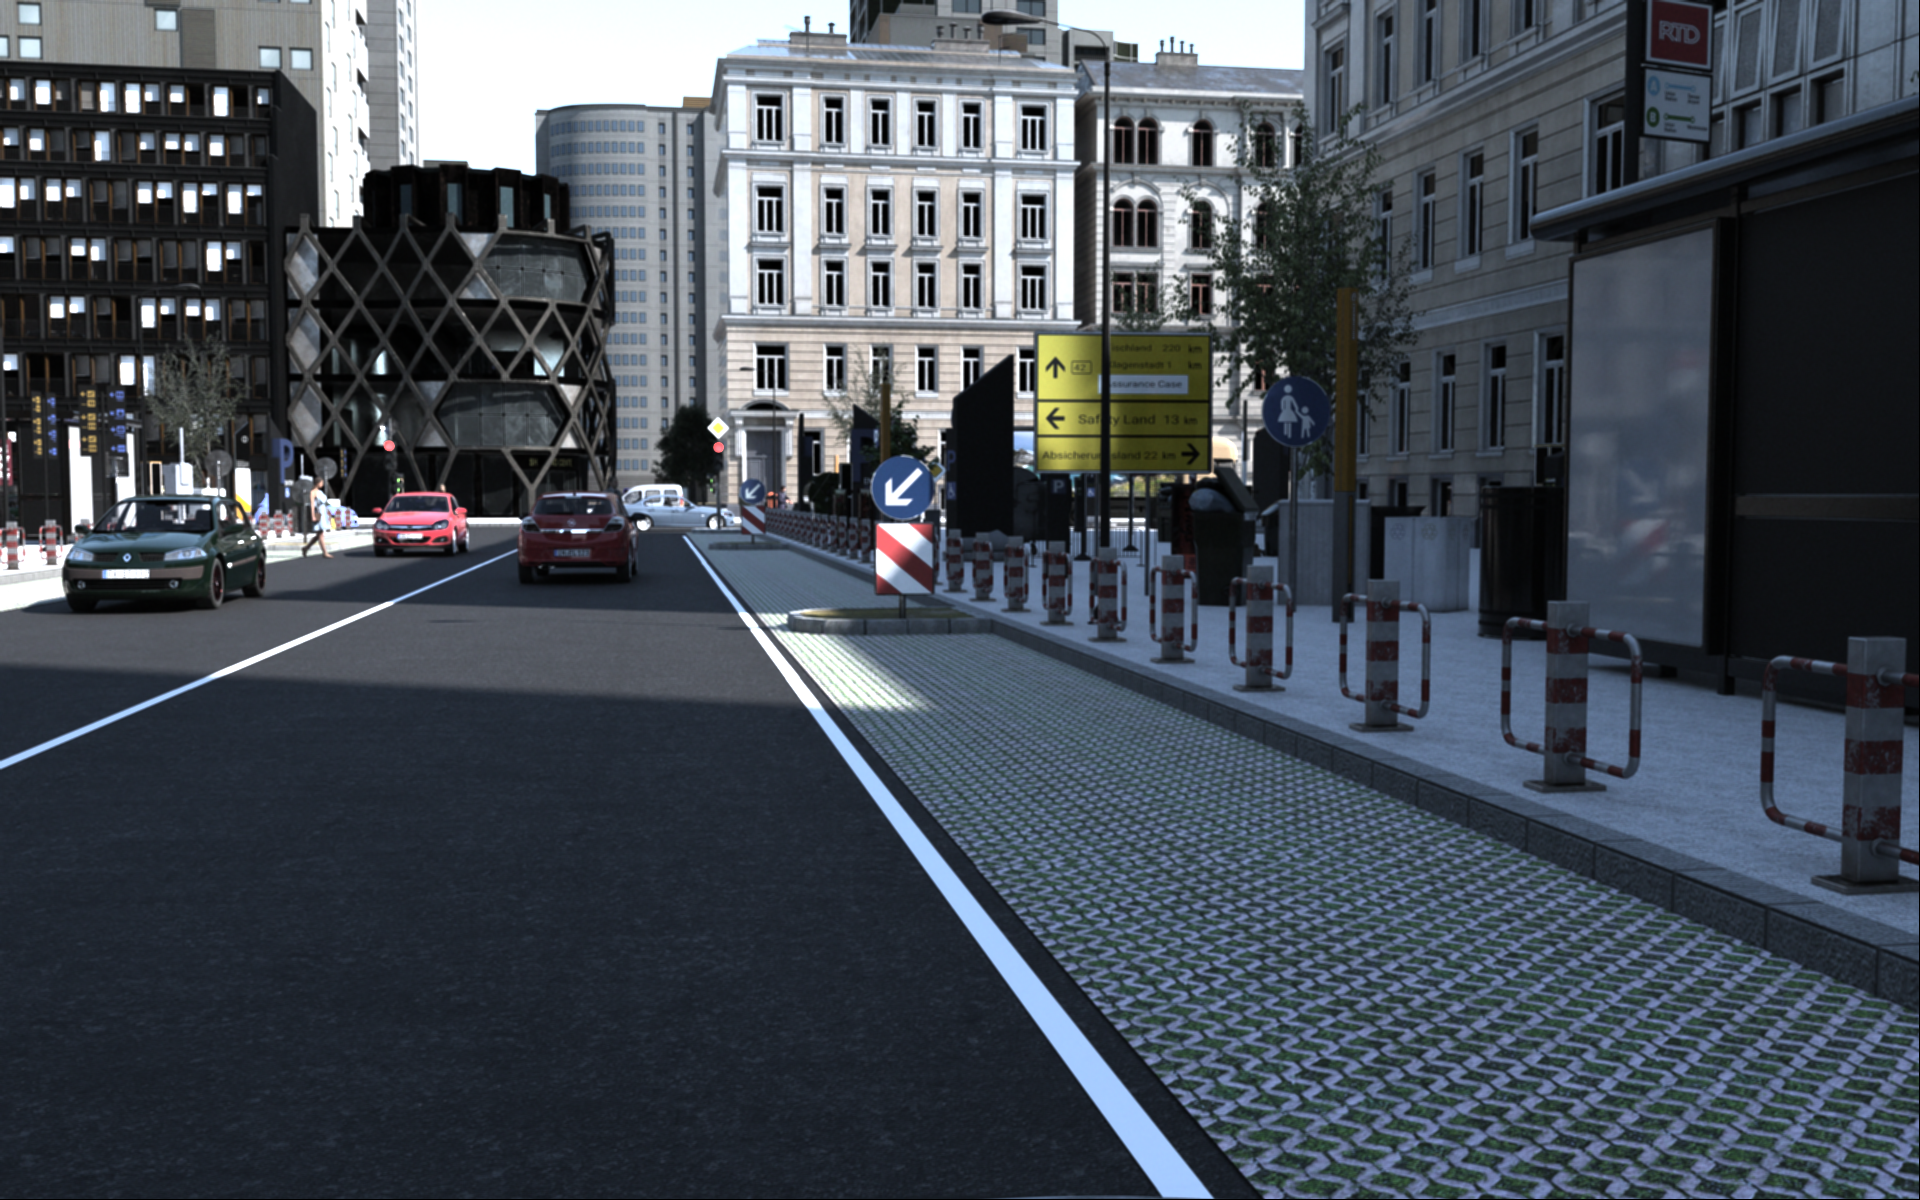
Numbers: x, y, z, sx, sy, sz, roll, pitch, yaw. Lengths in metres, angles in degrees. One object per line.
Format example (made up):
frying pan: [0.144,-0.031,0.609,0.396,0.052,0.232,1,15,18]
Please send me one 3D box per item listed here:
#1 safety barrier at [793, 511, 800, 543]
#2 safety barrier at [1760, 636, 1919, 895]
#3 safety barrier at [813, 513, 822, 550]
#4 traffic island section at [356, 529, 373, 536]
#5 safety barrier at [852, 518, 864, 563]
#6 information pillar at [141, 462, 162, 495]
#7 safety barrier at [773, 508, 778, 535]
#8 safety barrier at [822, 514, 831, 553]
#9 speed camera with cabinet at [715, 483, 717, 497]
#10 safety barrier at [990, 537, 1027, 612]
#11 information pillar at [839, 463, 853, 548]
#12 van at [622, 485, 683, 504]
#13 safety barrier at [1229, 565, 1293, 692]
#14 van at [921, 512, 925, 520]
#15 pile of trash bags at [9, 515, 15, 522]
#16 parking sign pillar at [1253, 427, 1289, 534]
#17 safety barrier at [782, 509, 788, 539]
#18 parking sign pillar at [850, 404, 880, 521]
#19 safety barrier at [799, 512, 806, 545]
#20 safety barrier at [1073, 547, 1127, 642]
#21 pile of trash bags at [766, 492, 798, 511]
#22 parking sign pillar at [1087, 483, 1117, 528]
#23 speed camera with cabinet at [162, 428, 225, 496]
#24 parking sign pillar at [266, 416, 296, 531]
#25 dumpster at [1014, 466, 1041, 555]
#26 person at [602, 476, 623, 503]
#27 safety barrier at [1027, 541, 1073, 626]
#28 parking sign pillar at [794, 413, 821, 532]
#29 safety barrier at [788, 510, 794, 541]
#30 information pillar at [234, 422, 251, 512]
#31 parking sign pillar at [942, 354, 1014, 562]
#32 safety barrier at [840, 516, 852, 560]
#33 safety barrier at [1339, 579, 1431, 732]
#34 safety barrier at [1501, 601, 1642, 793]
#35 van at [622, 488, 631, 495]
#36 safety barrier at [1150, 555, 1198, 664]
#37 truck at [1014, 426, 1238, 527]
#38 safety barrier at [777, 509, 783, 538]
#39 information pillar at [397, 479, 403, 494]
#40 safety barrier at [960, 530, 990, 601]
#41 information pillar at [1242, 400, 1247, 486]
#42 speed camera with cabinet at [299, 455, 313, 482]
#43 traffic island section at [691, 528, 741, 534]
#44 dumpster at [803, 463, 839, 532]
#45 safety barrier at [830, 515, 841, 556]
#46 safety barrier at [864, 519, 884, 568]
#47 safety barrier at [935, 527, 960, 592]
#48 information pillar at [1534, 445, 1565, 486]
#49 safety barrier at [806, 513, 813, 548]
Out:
safety barrier: [-4.098,-1.900,45.339,0.300,0.817,1.120,-1,4,-10]
safety barrier: [2.964,0.529,5.621,0.300,0.817,1.120,-1,4,-10]
safety barrier: [-3.096,-1.553,39.675,0.300,0.817,1.120,-1,4,-10]
traffic island section: [-20.174,-2.396,61.457,2.009,0.180,2.903,-1,4,-10]
safety barrier: [-1.747,-1.092,32.127,0.300,0.817,1.120,-1,4,-10]
information pillar: [-18.363,-2.134,39.382,0.304,2.012,0.304,2,4,25]
safety barrier: [-5.452,-2.364,52.923,0.300,0.817,1.120,-1,4,-10]
safety barrier: [-2.758,-1.438,37.788,0.300,0.817,1.120,-1,4,-10]
speed camera with cabinet: [-19.471,-9.108,143.253,0.660,3.252,2.038,-3,4,-38]
safety barrier: [0.609,-0.282,18.878,0.300,0.817,1.120,-1,4,-10]
information pillar: [-2.704,-2.235,41.037,0.304,2.012,0.304,-1,4,-10]
van: [-14.145,-4.225,76.092,4.112,2.044,2.013,-1,4,-10]
safety barrier: [1.953,0.182,11.295,0.300,0.817,1.120,-1,4,-10]
van: [-3.551,-3.951,71.610,4.112,2.044,2.013,-1,4,-12]
pile of trash bags: [-28.779,-2.428,49.455,3.447,1.369,1.912,-1,4,-18]
parking sign pillar: [10.149,-4.164,56.558,1.447,3.967,1.447,-2,4,-32]
safety barrier: [-4.779,-2.133,49.147,0.300,0.817,1.120,-1,4,-10]
parking sign pillar: [-2.615,-3.861,51.602,1.447,3.967,1.447,1,4,21]
safety barrier: [-3.766,-1.784,43.451,0.300,0.817,1.120,-1,4,-10]
safety barrier: [1.284,-0.049,15.070,0.300,0.817,1.120,-1,4,-10]
pile of trash bags: [-8.122,-4.766,87.669,3.447,1.369,1.912,-1,4,-18]
parking sign pillar: [5.158,-4.679,64.975,1.447,3.967,1.447,2,4,28]
speed camera with cabinet: [-23.177,-3.552,52.405,0.660,3.252,2.038,1,4,18]
parking sign pillar: [-23.841,-4.426,60.835,1.447,3.967,1.447,0,4,3]
dumpster: [0.971,-1.904,36.897,1.264,1.857,1.865,-1,4,-10]
person: [-7.363,-1.725,36.813,0.767,1.812,0.694,2,4,32]
safety barrier: [0.948,-0.164,16.964,0.300,0.817,1.120,-1,4,-10]
parking sign pillar: [-5.255,-4.293,58.657,1.447,3.967,1.447,-1,4,-8]
safety barrier: [-4.435,-2.016,47.240,0.300,0.817,1.120,-1,4,-10]
information pillar: [-23.415,-3.988,56.554,0.183,3.616,0.504,3,5,39]
parking sign pillar: [0.381,-2.740,33.270,1.447,3.967,1.447,-2,4,-32]
safety barrier: [-2.086,-1.207,34.013,0.300,0.817,1.120,-1,4,-10]
safety barrier: [2.292,0.298,9.400,0.300,0.817,1.120,-1,4,-10]
safety barrier: [2.630,0.414,7.512,0.300,0.817,1.120,-1,4,-10]
van: [-35.600,-11.222,187.869,2.240,2.365,5.245,-1,4,-10]
safety barrier: [1.619,0.067,13.182,0.300,0.817,1.120,-1,4,-10]
truck: [6.764,-5.159,73.269,11.283,4.237,2.839,-1,4,-9]
safety barrier: [-5.112,-2.248,51.037,0.300,0.817,1.120,-1,4,-10]
information pillar: [-27.165,-4.862,83.981,0.304,2.012,0.304,-2,4,-28]
safety barrier: [0.271,-0.397,20.765,0.300,0.817,1.120,-1,4,-10]
information pillar: [7.133,-3.188,43.482,0.183,3.616,0.504,0,4,5]
speed camera with cabinet: [-32.424,-5.614,86.128,0.660,3.252,2.038,-2,4,-26]
traffic island section: [-8.809,-2.519,63.466,2.009,0.180,2.903,-1,4,-10]
dumpster: [-4.238,-3.272,55.997,1.502,2.255,1.985,-1,4,-10]
safety barrier: [-2.424,-1.323,35.900,0.300,0.817,1.120,-1,4,-10]
safety barrier: [-1.414,-0.975,30.224,0.300,0.817,1.120,-1,4,-10]
safety barrier: [-0.067,-0.512,22.652,0.300,0.817,1.120,-1,4,-10]
information pillar: [8.817,-1.313,25.963,0.304,2.012,0.304,-2,4,-27]
safety barrier: [-3.427,-1.669,41.563,0.300,0.817,1.120,-1,4,-10]
